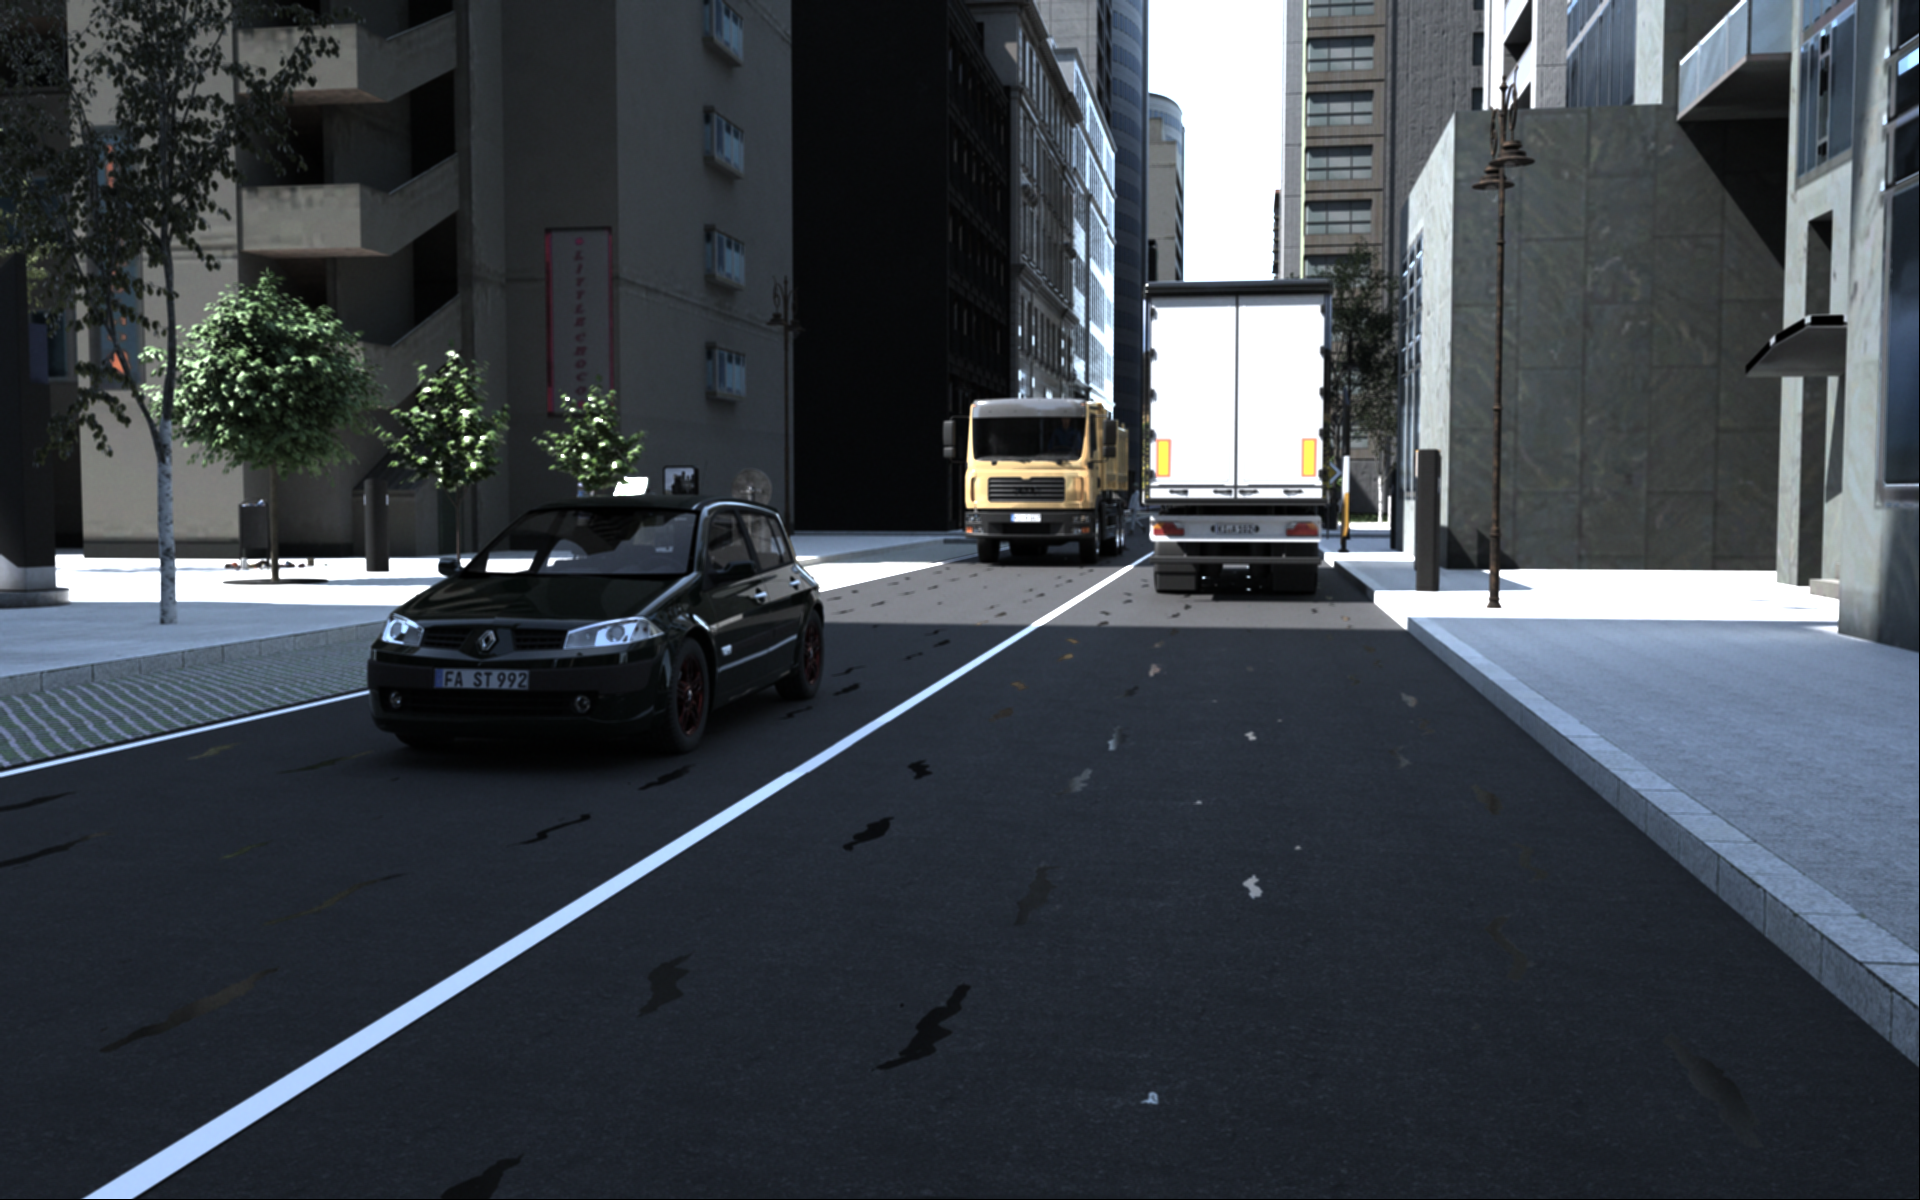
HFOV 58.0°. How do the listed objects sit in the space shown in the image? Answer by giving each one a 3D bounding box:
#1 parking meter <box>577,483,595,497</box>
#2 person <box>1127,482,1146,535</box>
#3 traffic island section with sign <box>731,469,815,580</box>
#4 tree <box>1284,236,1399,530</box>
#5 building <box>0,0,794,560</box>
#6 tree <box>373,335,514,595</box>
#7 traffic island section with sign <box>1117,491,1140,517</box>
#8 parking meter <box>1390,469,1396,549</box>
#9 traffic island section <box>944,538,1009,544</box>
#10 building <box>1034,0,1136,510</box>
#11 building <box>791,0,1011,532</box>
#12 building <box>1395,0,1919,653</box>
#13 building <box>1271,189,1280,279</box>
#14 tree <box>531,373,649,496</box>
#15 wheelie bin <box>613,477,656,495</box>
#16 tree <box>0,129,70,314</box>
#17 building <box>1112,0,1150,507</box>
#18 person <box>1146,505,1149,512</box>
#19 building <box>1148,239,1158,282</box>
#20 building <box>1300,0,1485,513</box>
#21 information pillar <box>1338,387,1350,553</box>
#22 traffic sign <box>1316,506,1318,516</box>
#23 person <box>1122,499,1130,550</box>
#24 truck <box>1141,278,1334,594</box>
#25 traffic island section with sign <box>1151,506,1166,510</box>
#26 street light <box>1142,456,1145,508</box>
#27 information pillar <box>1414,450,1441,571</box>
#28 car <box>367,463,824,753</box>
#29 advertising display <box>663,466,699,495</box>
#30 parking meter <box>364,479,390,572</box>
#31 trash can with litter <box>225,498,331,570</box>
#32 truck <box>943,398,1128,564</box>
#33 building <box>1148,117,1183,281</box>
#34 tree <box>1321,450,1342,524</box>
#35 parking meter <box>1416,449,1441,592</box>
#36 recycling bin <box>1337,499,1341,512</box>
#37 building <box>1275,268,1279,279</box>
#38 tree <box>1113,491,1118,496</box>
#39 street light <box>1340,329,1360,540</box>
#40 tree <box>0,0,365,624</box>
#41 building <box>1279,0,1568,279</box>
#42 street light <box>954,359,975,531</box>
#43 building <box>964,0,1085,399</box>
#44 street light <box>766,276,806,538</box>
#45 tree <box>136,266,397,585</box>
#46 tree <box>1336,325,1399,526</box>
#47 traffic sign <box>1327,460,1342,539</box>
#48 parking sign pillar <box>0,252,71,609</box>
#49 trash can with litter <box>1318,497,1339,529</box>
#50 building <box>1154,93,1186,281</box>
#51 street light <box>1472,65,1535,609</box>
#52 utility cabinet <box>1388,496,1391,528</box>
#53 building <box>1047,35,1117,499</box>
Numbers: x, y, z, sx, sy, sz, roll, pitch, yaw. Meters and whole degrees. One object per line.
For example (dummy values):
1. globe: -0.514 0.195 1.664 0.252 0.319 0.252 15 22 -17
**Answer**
1. parking meter: -7.081 -1.501 32.947 0.372 1.533 0.369 0 3 0
2. person: 6.238 -3.222 61.065 0.818 1.842 0.514 -1 4 -17
3. traffic island section with sign: -3.311 -1.099 26.589 1.989 1.847 2.006 1 4 9
4. tree: 13.748 -7.809 62.084 7.601 10.594 8.767 0 4 -6
5. building: -17.238 -25.672 43.442 21.600 48.544 21.300 1 4 9
6. tree: -6.305 -1.629 21.228 1.663 3.219 1.824 0 3 0
7. traffic island section with sign: 10.187 -6.073 107.929 1.989 1.847 2.006 1 4 9
8. parking meter: 10.192 -2.116 40.314 0.255 1.863 0.399 0 4 0
9. traffic island section: 0.735 -1.754 50.956 2.009 0.180 2.903 1 4 9
10. building: 4.222 -43.141 143.612 20.563 71.187 20.611 1 4 9
11. building: -5.203 -14.528 67.217 12.332 23.373 15.834 1 4 9
12. building: 18.502 -43.272 20.177 22.319 86.520 31.000 1 4 9
13. building: 54.551 -35.894 241.483 22.147 44.769 28.867 1 4 9
14. tree: -5.707 -2.024 27.690 1.663 3.219 1.824 0 3 0
15. wheelie bin: -6.117 -1.505 32.508 0.980 1.594 0.693 1 4 17
16. tree: -17.238 -4.771 28.373 4.737 8.622 4.395 0 3 0
17. building: 6.971 -38.302 168.242 21.231 58.520 28.212 1 4 9
18. person: 14.650 -7.754 136.066 0.721 1.735 1.217 0 4 5
19. building: 14.233 -25.578 189.908 14.160 30.474 14.107 1 4 9
20. building: 24.303 -24.674 87.019 14.154 41.232 14.086 1 4 9
21. information pillar: 8.402 -2.838 37.761 0.183 3.616 0.504 0 4 3
22. traffic sign: 11.775 -3.272 57.143 0.795 2.450 0.064 1 4 9
23. person: 4.157 -1.918 44.134 0.394 1.301 0.425 -1 4 -17
24. truck: 4.528 -2.404 28.226 2.839 4.237 11.283 1 4 9
25. traffic island section with sign: 18.321 -9.072 156.958 1.989 1.847 2.006 1 4 9
26. street light: 17.531 -11.758 165.033 0.468 5.910 1.993 1 4 9
27. information pillar: 7.827 -1.500 29.013 0.304 2.012 0.304 3 5 41
28. car: -2.096 -0.069 10.915 2.009 1.686 4.222 1 4 10
29. advertising display: -6.374 -2.102 39.576 0.974 1.923 0.123 2 4 33
30. parking meter: -9.618 -1.232 28.561 0.372 1.533 0.369 0 3 0
31. trash can with litter: -11.900 -1.173 30.231 1.678 1.210 2.233 3 4 38
32. truck: 2.012 -2.568 37.903 3.469 3.379 9.791 1 4 10
33. building: 18.000 -36.950 227.834 21.300 48.544 21.600 1 4 9
34. tree: 15.845 -4.870 74.232 1.663 3.219 1.824 0 3 0
35. parking meter: 6.179 -1.047 22.831 0.255 1.863 0.399 1 4 23
36. recycling bin: 17.755 -4.188 81.034 0.722 1.027 0.722 0 4 8
37. building: 47.068 -27.471 220.844 14.160 30.474 14.107 1 4 9
38. tree: 11.621 -8.305 130.395 1.663 3.219 1.824 0 3 0
39. street light: 10.954 -4.648 48.781 0.468 5.910 1.993 1 4 9
40. tree: -8.069 -4.066 16.849 4.360 8.622 3.978 0 3 0
41. building: 31.945 -35.029 114.719 21.231 58.520 28.212 1 4 9
42. street light: 0.160 -5.289 59.258 0.468 5.910 1.993 1 4 9
43. building: -1.105 -17.730 87.148 12.463 27.353 25.104 1 4 9
44. street light: -3.685 -3.916 36.808 0.468 5.910 1.993 1 4 9
45. tree: -9.833 -2.521 24.925 4.285 4.588 4.351 0 3 0
46. tree: 17.025 -7.296 69.656 4.360 8.622 3.978 0 3 0
47. traffic sign: 10.468 -2.790 49.265 0.795 2.450 0.064 1 4 9
48. parking sign pillar: -11.059 -1.918 19.837 1.447 3.967 1.447 1 4 21
49. trash can with litter: 13.473 -3.179 63.370 0.624 1.170 1.055 0 4 -7
50. building: 21.536 -43.434 252.143 21.231 58.520 28.212 1 4 9
51. street light: 5.999 -2.843 19.279 0.468 5.910 1.993 1 4 9
52. utility cabinet: 16.962 -3.391 66.610 1.020 1.237 0.306 -1 4 -22
53. building: 3.581 -20.586 114.076 11.434 29.767 29.804 1 4 9
